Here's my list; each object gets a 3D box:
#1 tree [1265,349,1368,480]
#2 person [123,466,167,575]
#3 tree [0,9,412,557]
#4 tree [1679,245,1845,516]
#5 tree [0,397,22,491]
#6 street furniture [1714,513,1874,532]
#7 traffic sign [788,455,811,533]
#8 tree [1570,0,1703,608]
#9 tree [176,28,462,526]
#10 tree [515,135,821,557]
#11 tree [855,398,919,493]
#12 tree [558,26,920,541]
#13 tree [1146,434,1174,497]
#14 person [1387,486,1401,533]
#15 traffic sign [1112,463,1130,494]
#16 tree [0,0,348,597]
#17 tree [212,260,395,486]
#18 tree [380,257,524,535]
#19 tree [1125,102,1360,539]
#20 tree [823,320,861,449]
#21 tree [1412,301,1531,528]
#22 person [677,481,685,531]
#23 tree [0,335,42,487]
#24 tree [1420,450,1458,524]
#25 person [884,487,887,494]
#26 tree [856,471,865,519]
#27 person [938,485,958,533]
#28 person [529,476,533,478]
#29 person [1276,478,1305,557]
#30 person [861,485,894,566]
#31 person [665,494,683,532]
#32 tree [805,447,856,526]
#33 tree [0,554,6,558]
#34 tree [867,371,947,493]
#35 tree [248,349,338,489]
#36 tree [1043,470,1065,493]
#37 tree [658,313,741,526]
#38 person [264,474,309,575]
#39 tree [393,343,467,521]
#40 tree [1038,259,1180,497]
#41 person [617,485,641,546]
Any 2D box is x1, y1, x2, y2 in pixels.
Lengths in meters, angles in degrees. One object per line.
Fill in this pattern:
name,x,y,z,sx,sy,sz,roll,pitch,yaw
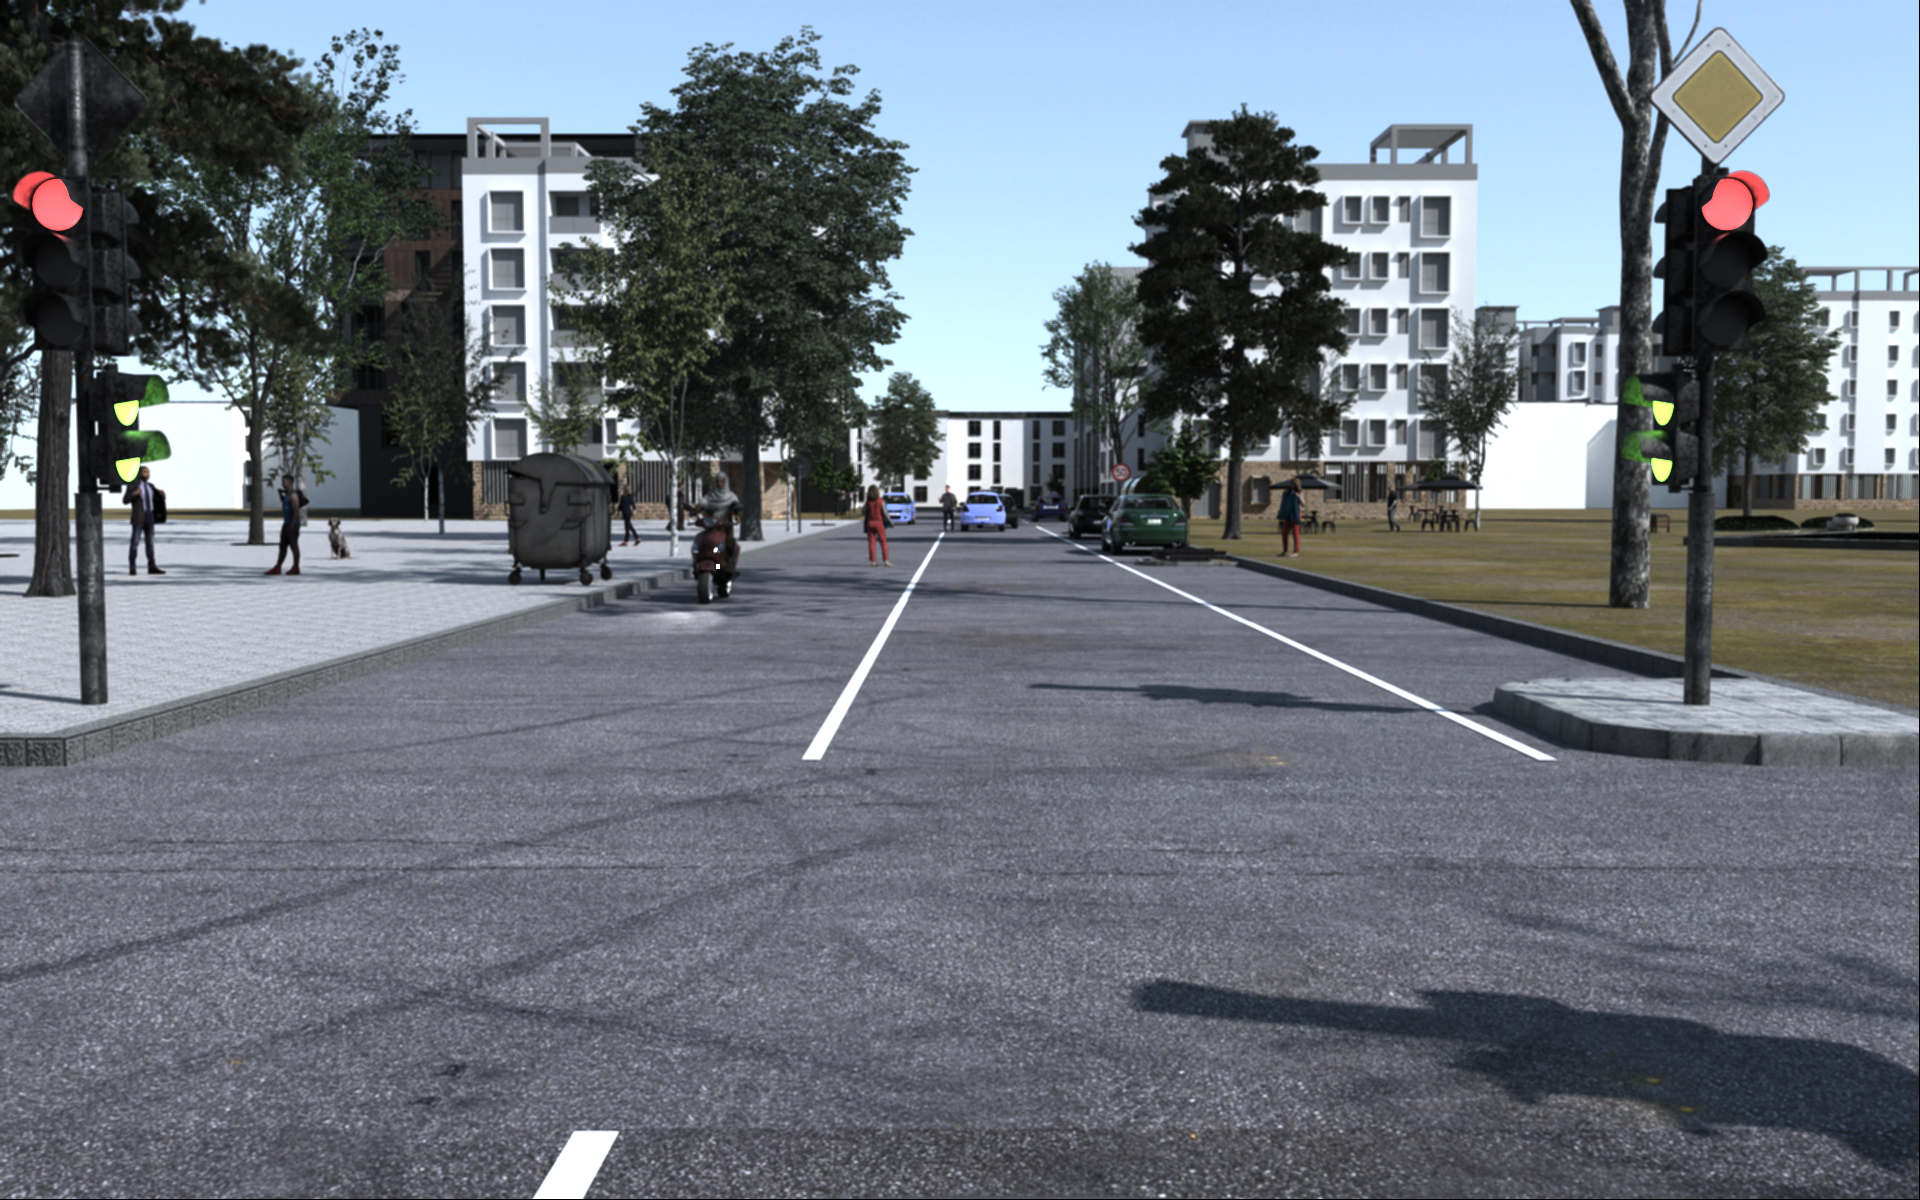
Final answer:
tree,14.003,-7.332,70.244,4.360,8.622,3.978,0,3,0
person,-12.937,-1.264,27.524,0.431,1.722,0.655,2,4,32
tree,-17.543,-7.177,43.107,9.928,11.665,9.643,0,3,0
tree,36.251,-9.810,78.518,7.486,12.596,7.792,0,3,0
tree,-48.550,-6.425,67.951,11.467,7.101,20.602,2,4,29
street furniture,29.890,-2.882,62.752,5.734,0.657,10.072,2,4,28
traffic sign,-5.252,-3.456,56.617,0.768,2.556,0.104,0,4,2
tree,6.191,-10.008,19.528,12.611,20.169,13.585,0,3,0
tree,-24.754,-13.016,68.694,12.611,20.169,13.585,0,3,0
tree,-6.054,-5.204,35.455,4.737,8.622,4.395,0,3,0
tree,-5.741,-11.139,132.478,4.360,8.622,3.978,0,3,0
tree,-5.857,-8.598,47.234,9.857,13.997,8.962,0,3,0
tree,6.906,-3.758,56.047,1.663,3.219,1.824,0,3,0
person,14.439,-3.021,57.648,0.471,1.553,0.569,1,4,21
traffic sign,6.616,-4.348,71.196,0.768,2.556,0.104,0,4,8
tree,-11.343,-6.081,21.483,6.751,12.117,7.091,0,3,0
tree,-20.878,-6.317,53.645,4.737,8.622,4.395,0,3,0
tree,-16.192,-6.380,54.672,4.360,8.622,3.978,0,3,0
tree,7.834,-7.758,48.899,6.751,12.117,7.091,0,3,0
tree,-5.669,-6.665,59.331,4.737,8.622,4.395,0,3,0
tree,19.368,-7.036,65.402,4.360,8.622,3.978,0,3,0
person,-9.656,-3.268,60.282,0.445,1.727,0.742,-2,4,-25
tree,-30.431,-6.362,54.389,4.360,8.622,3.978,0,3,0
tree,20.987,-4.965,75.776,1.663,3.219,1.824,0,3,0
person,-5.942,-8.245,140.869,0.705,1.822,1.348,1,4,19
tree,-5.673,-5.867,90.521,1.663,3.219,1.824,0,3,0
person,-0.457,-3.376,64.229,0.617,1.759,0.750,1,4,13
person,-10.834,-2.307,44.204,0.568,1.767,0.683,0,4,-1
person,6.754,-1.689,35.367,0.444,1.614,0.593,-1,4,-11
person,-1.634,-1.473,34.282,0.593,1.614,0.444,3,4,38
person,-9.755,-3.080,59.093,0.600,1.496,0.574,-1,4,-9
tree,-5.483,-4.669,70.937,1.663,3.219,1.824,0,3,0
tree,-19.695,-6.675,34.885,9.928,11.665,9.643,0,3,0
tree,-4.917,-14.761,159.474,7.486,12.596,7.792,0,3,0
tree,-31.555,-8.027,81.603,4.360,8.622,3.978,0,3,0
tree,7.668,-8.840,139.137,1.663,3.219,1.824,0,3,0
tree,-10.506,-7.231,68.582,4.360,8.622,3.978,0,3,0
person,-10.734,-1.205,27.607,0.647,1.594,0.662,3,5,42
tree,-25.175,-8.014,81.387,4.737,8.622,4.395,0,3,0
tree,7.092,-9.285,77.569,9.928,11.665,9.643,0,3,0
person,-8.200,-2.099,42.910,0.480,1.512,0.613,2,4,24
